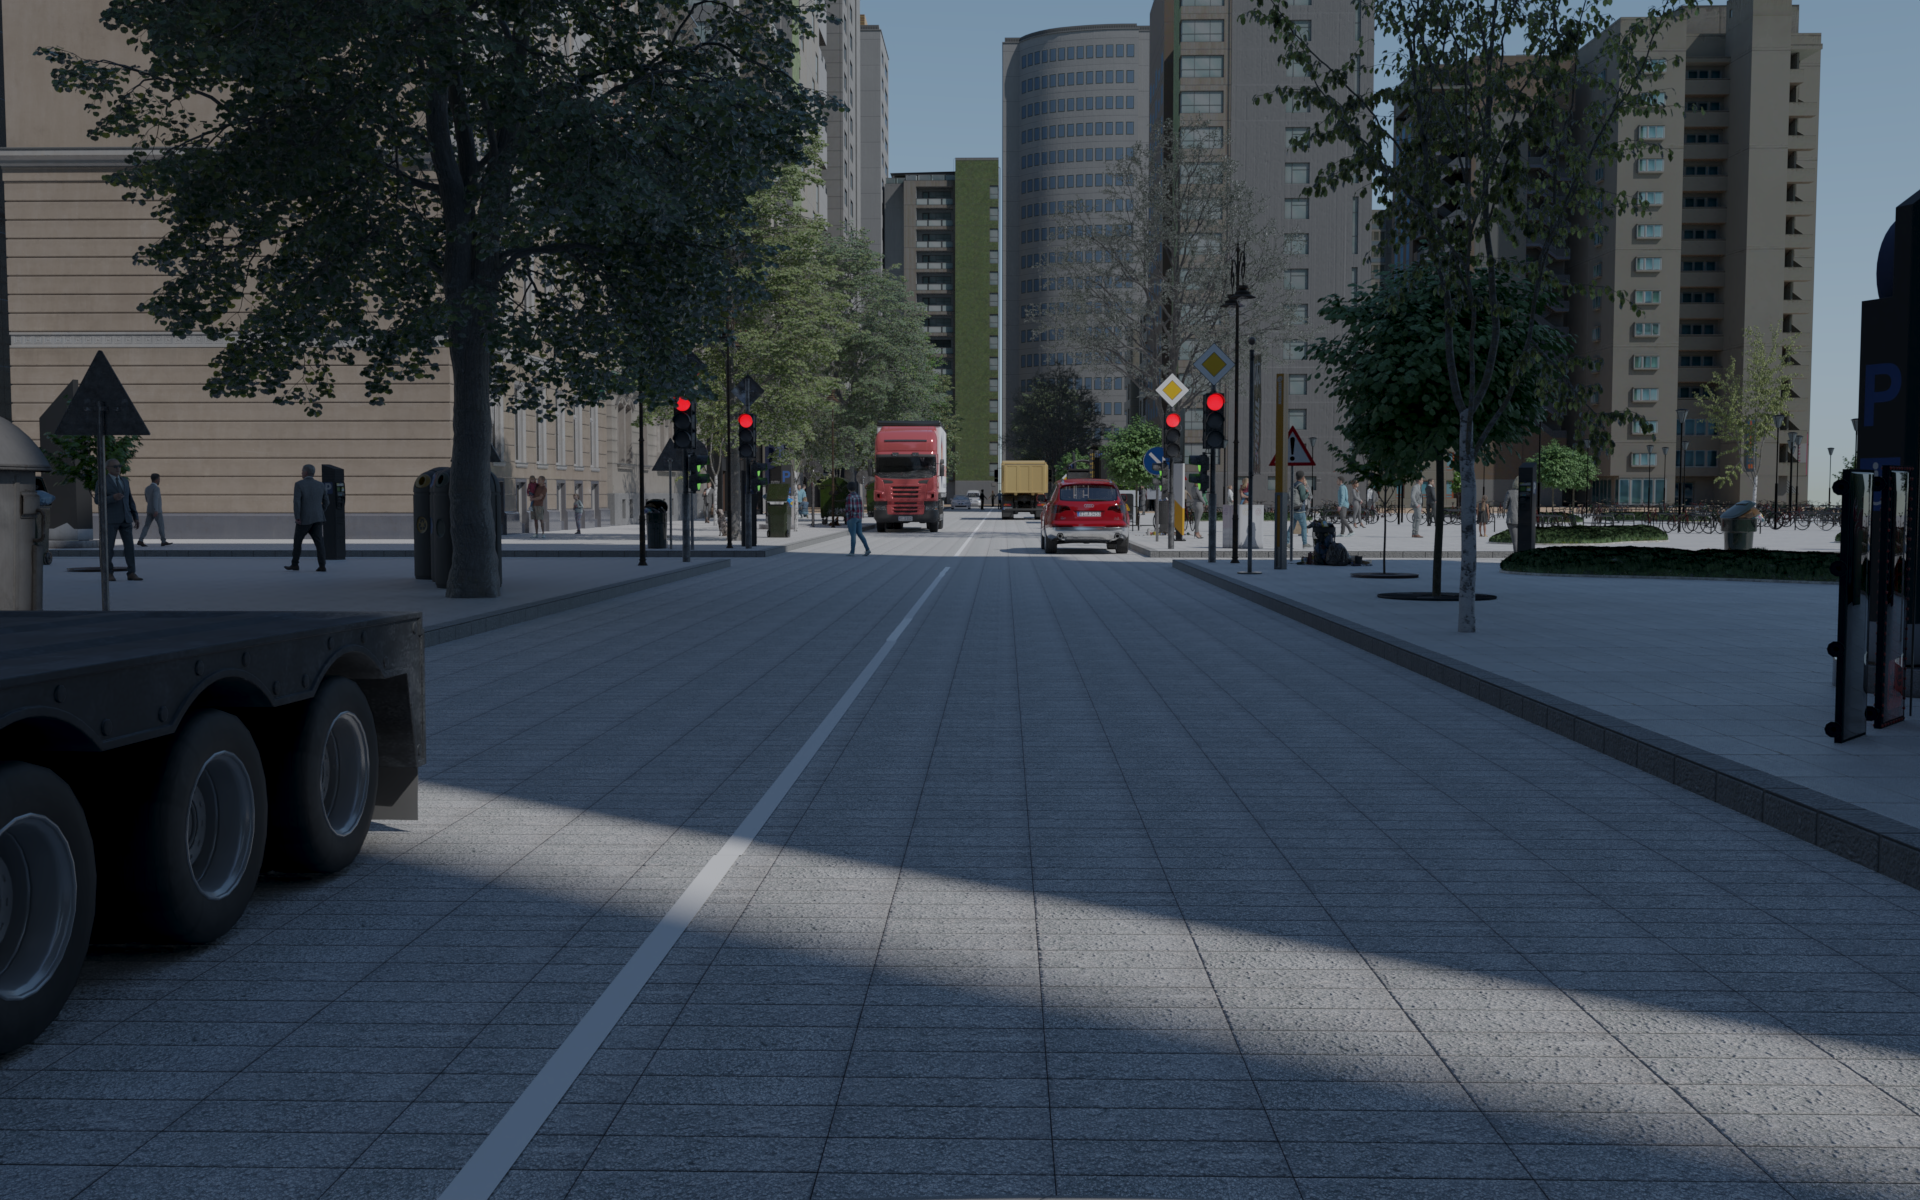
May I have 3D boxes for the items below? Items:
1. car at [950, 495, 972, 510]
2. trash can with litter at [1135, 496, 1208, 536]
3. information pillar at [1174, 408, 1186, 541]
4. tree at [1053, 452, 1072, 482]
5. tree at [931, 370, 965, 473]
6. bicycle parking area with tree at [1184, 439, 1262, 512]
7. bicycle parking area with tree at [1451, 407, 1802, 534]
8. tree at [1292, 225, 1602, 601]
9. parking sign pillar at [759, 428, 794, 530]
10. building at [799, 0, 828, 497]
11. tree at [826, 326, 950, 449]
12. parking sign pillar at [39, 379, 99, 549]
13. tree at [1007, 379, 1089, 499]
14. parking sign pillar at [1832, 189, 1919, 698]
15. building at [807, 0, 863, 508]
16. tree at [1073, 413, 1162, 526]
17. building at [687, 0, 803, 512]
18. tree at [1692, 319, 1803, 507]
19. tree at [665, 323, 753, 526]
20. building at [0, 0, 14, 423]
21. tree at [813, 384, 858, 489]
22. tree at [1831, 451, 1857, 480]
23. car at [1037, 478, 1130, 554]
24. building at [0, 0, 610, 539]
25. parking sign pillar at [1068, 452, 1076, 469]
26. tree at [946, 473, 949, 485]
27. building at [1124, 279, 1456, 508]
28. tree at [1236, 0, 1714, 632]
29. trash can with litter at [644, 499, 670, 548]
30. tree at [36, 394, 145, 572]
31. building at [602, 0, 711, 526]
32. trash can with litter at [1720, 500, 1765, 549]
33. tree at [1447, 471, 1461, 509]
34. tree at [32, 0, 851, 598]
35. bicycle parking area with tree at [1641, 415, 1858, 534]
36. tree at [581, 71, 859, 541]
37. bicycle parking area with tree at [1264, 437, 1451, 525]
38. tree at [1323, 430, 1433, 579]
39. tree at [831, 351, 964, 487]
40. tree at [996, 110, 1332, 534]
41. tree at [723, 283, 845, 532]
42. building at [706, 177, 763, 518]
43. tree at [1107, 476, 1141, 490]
[{"bbox_3d":[0.086,-9.172,162.321,2.083,1.381,4.827,0,4,0],"label":"car"},{"bbox_3d":[6.637,-2.597,53.524,2.233,1.210,1.678,1,4,18],"label":"trash can with litter"},{"bbox_3d":[5.907,-3.410,47.116,0.504,3.616,0.183,3,5,42],"label":"information pillar"},{"bbox_3d":[8.290,-8.519,122.998,4.285,4.588,4.351,0,3,0],"label":"tree"},{"bbox_3d":[-3.463,-13.919,145.701,7.486,12.596,7.792,0,3,0],"label":"tree"},{"bbox_3d":[15.945,-6.251,89.198,9.016,4.147,8.231,-3,4,-36],"label":"bicycle parking area with tree"},{"bbox_3d":[21.744,-4.327,57.746,8.231,4.147,9.016,0,4,2],"label":"bicycle parking area with tree"},{"bbox_3d":[5.814,-2.298,21.287,4.285,4.588,4.351,0,3,0],"label":"tree"},{"bbox_3d":[-6.626,-4.565,63.116,1.447,3.967,1.447,-2,4,-33],"label":"parking sign pillar"},{"bbox_3d":[-25.471,-33.916,143.771,28.713,52.752,27.495,0,4,1],"label":"building"},{"bbox_3d":[-4.481,-10.895,103.888,9.928,11.665,9.643,0,3,0],"label":"tree"},{"bbox_3d":[-21.296,-3.228,41.246,1.447,3.967,1.447,2,4,28],"label":"parking sign pillar"},{"bbox_3d":[9.982,-17.370,190.652,9.857,13.997,8.962,0,3,0],"label":"tree"},{"bbox_3d":[6.530,-1.393,11.249,1.447,3.967,1.447,-1,4,-14],"label":"parking sign pillar"},{"bbox_3d":[-20.877,-44.928,172.822,20.611,71.187,20.563,0,4,1],"label":"building"},{"bbox_3d":[7.239,-5.275,69.962,4.285,4.588,4.351,0,3,0],"label":"tree"},{"bbox_3d":[-19.009,-26.858,122.717,14.154,41.232,14.086,0,4,1],"label":"building"},{"bbox_3d":[33.515,-7.512,73.188,4.737,8.622,4.395,0,3,0],"label":"tree"},{"bbox_3d":[-9.973,-7.329,70.188,4.737,8.622,4.395,0,3,0],"label":"tree"},{"bbox_3d":[-39.625,-14.496,55.027,19.932,24.808,12.078,0,4,1],"label":"building"},{"bbox_3d":[-8.052,-9.972,113.405,4.737,8.622,4.395,0,3,0],"label":"tree"},{"bbox_3d":[39.321,-4.984,76.089,1.663,3.219,1.824,0,3,0],"label":"tree"},{"bbox_3d":[3.073,-2.114,43.239,2.281,1.827,5.304,0,4,1],"label":"car"},{"bbox_3d":[-20.264,-16.639,57.946,13.634,28.700,20.117,0,4,1],"label":"building"},{"bbox_3d":[7.183,-7.481,110.783,1.447,3.967,1.447,0,4,-1],"label":"parking sign pillar"},{"bbox_3d":[-2.722,-12.767,192.461,4.285,4.588,4.351,0,3,0],"label":"tree"},{"bbox_3d":[30.861,-19.802,168.801,27.650,21.520,28.899,0,4,1],"label":"building"},{"bbox_3d":[4.635,-3.992,15.636,4.360,8.622,3.978,0,3,0],"label":"tree"},{"bbox_3d":[-7.189,-1.805,40.905,0.624,1.170,1.055,0,4,-5],"label":"trash can with litter"},{"bbox_3d":[-14.463,-2.089,28.764,1.663,3.219,1.824,0,3,0],"label":"tree"},{"bbox_3d":[-19.744,-17.881,79.741,14.401,28.519,23.554,0,4,1],"label":"building"},{"bbox_3d":[13.722,-1.193,30.887,1.055,1.170,0.624,-1,4,-16],"label":"trash can with litter"},{"bbox_3d":[29.054,-6.518,101.169,1.663,3.219,1.824,0,3,0],"label":"tree"},{"bbox_3d":[-5.981,-7.011,21.280,9.857,13.997,8.962,0,3,0],"label":"tree"},{"bbox_3d":[31.824,-4.713,64.063,8.231,4.147,9.016,-1,4,-20],"label":"bicycle parking area with tree"},{"bbox_3d":[-6.500,-7.918,47.581,7.486,12.596,7.792,0,3,0],"label":"tree"},{"bbox_3d":[18.968,-5.388,75.094,9.016,4.147,8.231,2,4,29],"label":"bicycle parking area with tree"},{"bbox_3d":[6.411,-1.959,26.624,1.663,3.219,1.824,0,3,0],"label":"tree"},{"bbox_3d":[-4.263,-12.721,125.000,9.611,12.733,9.660,0,3,0],"label":"tree"},{"bbox_3d":[6.711,-8.887,55.679,12.009,13.543,11.850,0,3,0],"label":"tree"},{"bbox_3d":[-5.742,-6.635,58.847,4.360,8.622,3.978,0,3,0],"label":"tree"},{"bbox_3d":[-18.671,-16.534,100.004,12.332,23.373,15.834,0,4,1],"label":"building"},{"bbox_3d":[7.427,-5.211,79.795,1.663,3.219,1.824,0,3,0],"label":"tree"}]
